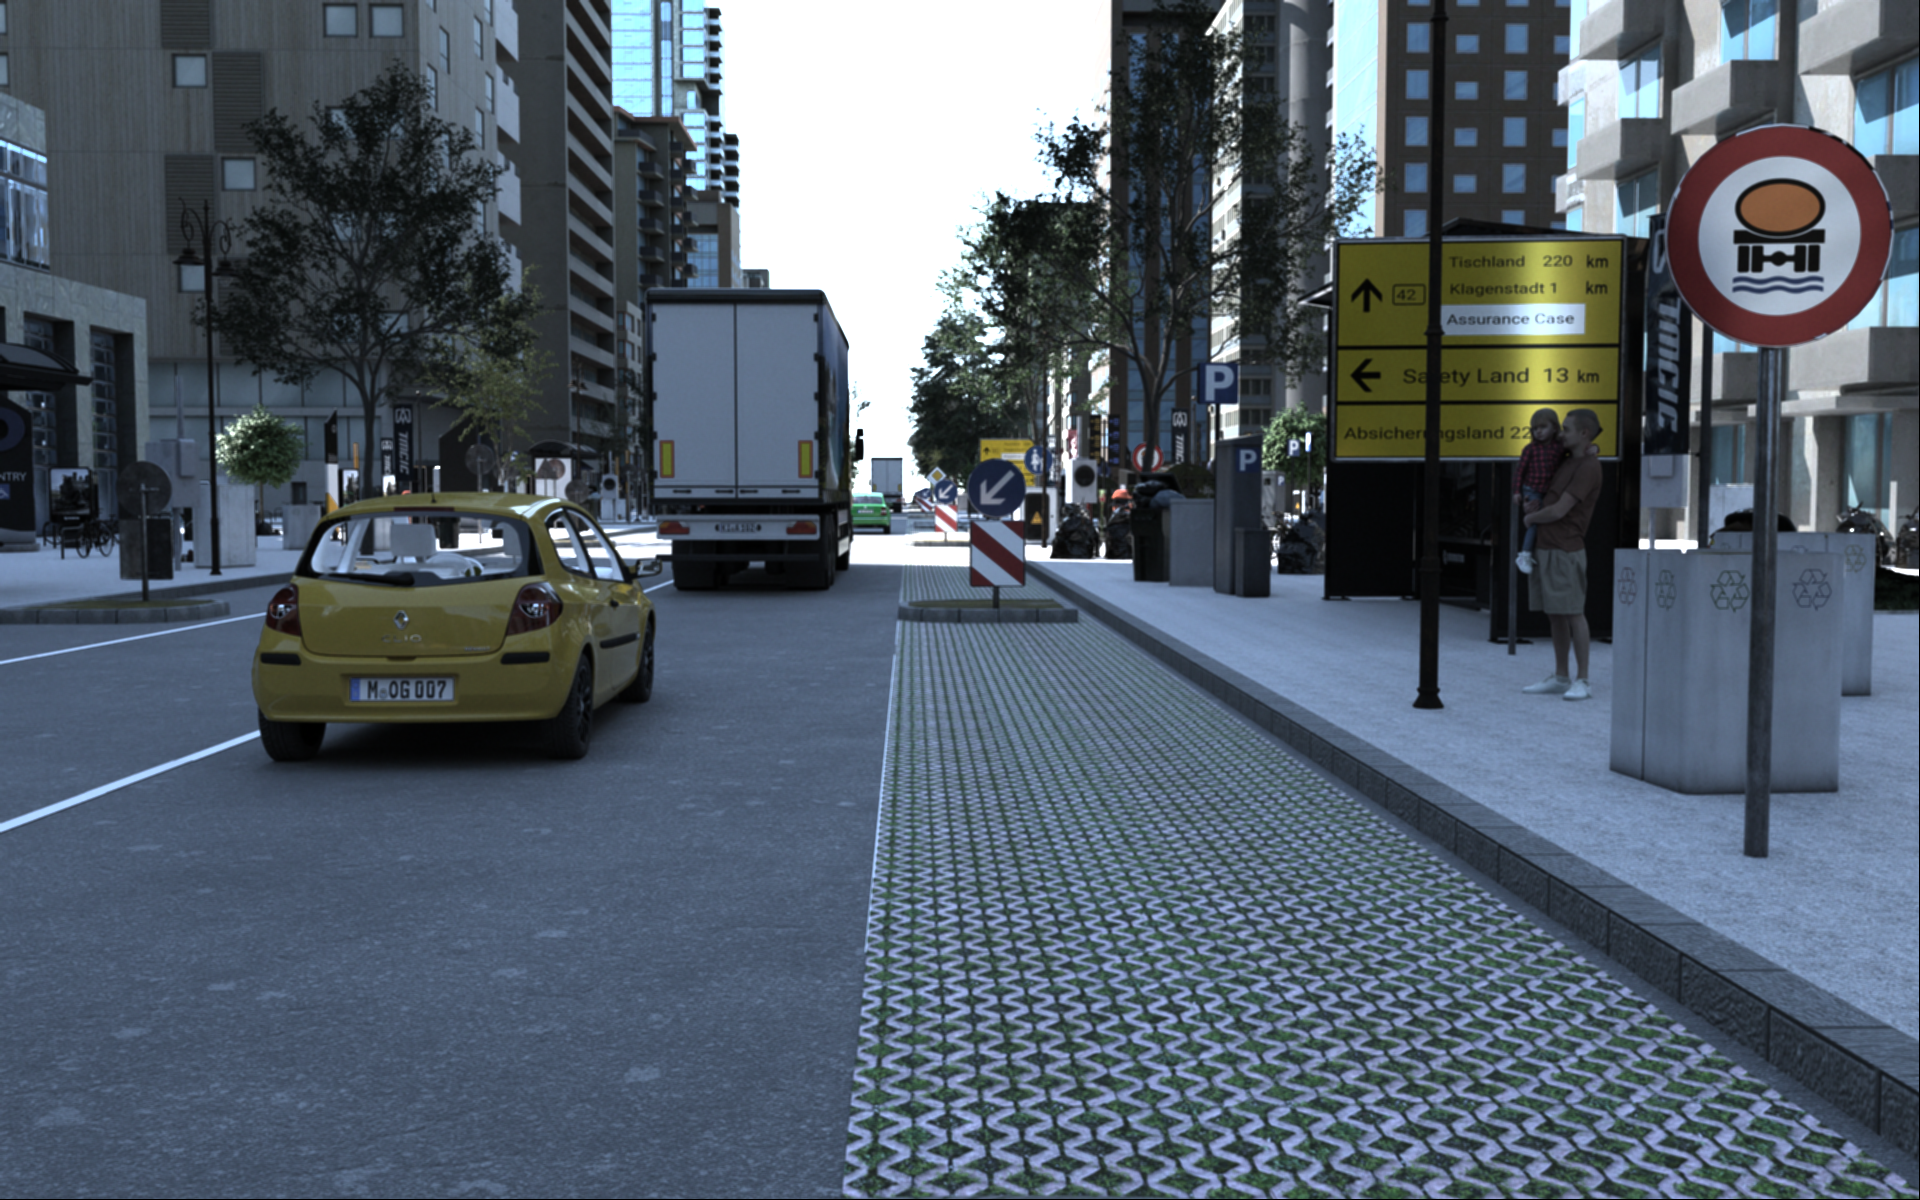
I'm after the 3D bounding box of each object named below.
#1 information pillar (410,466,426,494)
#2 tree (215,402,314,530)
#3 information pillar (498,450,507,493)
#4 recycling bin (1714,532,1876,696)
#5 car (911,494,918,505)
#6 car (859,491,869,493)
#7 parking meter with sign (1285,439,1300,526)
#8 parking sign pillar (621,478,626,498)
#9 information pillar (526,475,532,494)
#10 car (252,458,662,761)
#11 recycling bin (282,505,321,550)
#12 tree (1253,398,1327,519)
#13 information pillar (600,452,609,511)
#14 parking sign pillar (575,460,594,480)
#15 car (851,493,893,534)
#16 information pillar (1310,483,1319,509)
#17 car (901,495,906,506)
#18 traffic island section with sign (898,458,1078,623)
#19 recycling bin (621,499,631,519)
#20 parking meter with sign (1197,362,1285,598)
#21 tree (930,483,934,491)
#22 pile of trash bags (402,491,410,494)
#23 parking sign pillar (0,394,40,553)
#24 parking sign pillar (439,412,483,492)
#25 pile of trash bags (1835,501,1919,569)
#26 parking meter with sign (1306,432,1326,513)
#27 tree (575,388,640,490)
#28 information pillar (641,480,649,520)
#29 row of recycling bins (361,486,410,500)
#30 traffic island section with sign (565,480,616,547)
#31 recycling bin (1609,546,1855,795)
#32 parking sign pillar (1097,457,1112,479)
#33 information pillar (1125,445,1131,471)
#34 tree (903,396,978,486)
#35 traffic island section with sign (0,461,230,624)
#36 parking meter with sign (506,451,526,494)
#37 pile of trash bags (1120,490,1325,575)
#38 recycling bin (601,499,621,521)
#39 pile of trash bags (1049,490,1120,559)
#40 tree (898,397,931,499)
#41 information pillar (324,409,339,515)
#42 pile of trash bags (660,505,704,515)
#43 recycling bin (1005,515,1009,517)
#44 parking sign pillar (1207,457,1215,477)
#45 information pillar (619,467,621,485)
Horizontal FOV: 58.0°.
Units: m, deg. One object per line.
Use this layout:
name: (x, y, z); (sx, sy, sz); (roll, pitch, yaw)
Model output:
information pillar: (-14.272, -2.517, 45.650); (0.304, 2.012, 0.304); (1, 4, 15)
tree: (-24.741, -4.759, 61.529); (4.285, 4.588, 4.351); (0, 3, 0)
information pillar: (-24.308, -6.166, 92.165); (0.504, 3.616, 0.183); (-3, 4, -38)
recycling bin: (5.421, 0.077, 11.297); (0.722, 1.027, 0.722); (0, 4, -6)
car: (-5.514, -13.362, 228.253); (2.009, 1.686, 4.222); (0, 4, -2)
car: (-12.010, -12.570, 214.185); (2.281, 1.827, 5.304); (0, 4, -2)
parking meter with sign: (10.102, -3.638, 55.748); (0.543, 3.016, 1.738); (-2, 4, -35)
parking sign pillar: (-29.812, -10.016, 152.226); (1.447, 3.967, 1.447); (-1, 4, -8)
information pillar: (-16.822, -3.881, 67.954); (0.304, 2.012, 0.304); (2, 4, 30)
car: (-2.933, -0.032, 10.750); (2.015, 1.641, 3.980); (0, 4, -3)
recycling bin: (-15.258, -1.687, 40.137); (0.722, 1.027, 0.722); (-2, 4, -33)
tree: (11.667, -4.609, 59.077); (4.285, 4.588, 4.351); (0, 3, 0)
information pillar: (-19.821, -6.458, 96.947); (0.183, 3.616, 0.504); (2, 4, 32)
parking sign pillar: (-26.768, -8.272, 123.719); (1.447, 3.967, 1.447); (-2, 4, -29)
car: (-3.423, -3.324, 63.139); (1.959, 1.807, 4.718); (0, 4, -2)
information pillar: (13.838, -3.876, 67.862); (0.304, 2.012, 0.304); (-3, 5, -39)
car: (-7.532, -12.207, 211.945); (2.083, 1.381, 4.827); (0, 4, -3)
traffic island section with sign: (0.281, -0.698, 20.048); (1.989, 1.847, 2.006); (0, 4, -2)
recycling bin: (-17.417, -4.714, 89.624); (0.722, 1.027, 0.722); (0, 4, -6)
parking meter with sign: (3.560, -1.588, 22.229); (0.543, 3.016, 1.738); (-1, 4, -10)
tree: (-2.543, -14.431, 219.657); (4.285, 4.588, 4.351); (0, 3, 0)
pile of trash bags: (-29.169, -4.931, 90.382); (1.912, 1.369, 3.447); (-2, 4, -28)
parking sign pillar: (-21.282, -3.054, 38.403); (1.447, 3.967, 1.447); (-2, 4, -26)
parking sign pillar: (-16.264, -4.158, 56.449); (1.447, 3.967, 1.447); (0, 4, 8)
pile of trash bags: (16.801, -1.235, 29.939); (1.912, 1.369, 3.447); (-2, 4, -33)
parking meter with sign: (10.663, -3.216, 48.836); (1.738, 3.016, 0.543); (0, 4, -3)
tree: (-23.829, -10.277, 118.388); (4.360, 8.622, 3.978); (0, 3, 0)
information pillar: (-15.892, -5.069, 87.362); (0.304, 2.012, 0.304); (-1, 4, -23)
row of recycling bins: (-28.253, -4.781, 85.289); (1.069, 1.692, 3.534); (1, 4, 17)
traffic island section with sign: (-10.423, -2.346, 46.979); (1.989, 1.847, 2.006); (0, 4, -2)
recycling bin: (3.407, 0.295, 7.738); (0.722, 1.027, 0.722); (0, 4, -6)
parking sign pillar: (8.569, -7.085, 104.320); (1.447, 3.967, 1.447); (-3, 5, -40)
information pillar: (8.060, -5.618, 83.215); (0.183, 3.616, 0.504); (2, 4, 31)
tree: (-1.526, -16.694, 189.959); (9.611, 12.733, 9.660); (0, 3, 0)
traffic island section with sign: (-9.652, -0.698, 20.035); (1.989, 1.847, 2.006); (0, 4, -2)
parking meter with sign: (-17.404, -4.462, 69.220); (1.738, 3.016, 0.543); (3, 5, 43)
pile of trash bags: (4.704, -1.179, 29.032); (3.447, 1.369, 1.912); (2, 4, 35)
recycling bin: (-16.963, -4.357, 83.796); (0.722, 1.027, 0.722); (0, 4, -4)
pile of trash bags: (3.012, -1.569, 35.403); (1.912, 1.369, 3.447); (1, 4, 17)
tree: (-3.871, -26.994, 297.247); (12.611, 20.169, 13.585); (0, 3, 0)
information pillar: (-17.185, -3.428, 47.402); (0.183, 3.616, 0.504); (1, 4, 13)
pile of trash bags: (-15.103, -5.280, 96.080); (3.447, 1.369, 1.912); (3, 5, 42)
recycling bin: (2.418, -5.251, 98.402); (0.722, 1.027, 0.722); (1, 4, 8)
parking sign pillar: (14.547, -6.741, 98.689); (1.447, 3.967, 1.447); (3, 5, 39)
information pillar: (-29.094, -9.547, 147.439); (0.504, 3.616, 0.183); (-1, 4, -16)
